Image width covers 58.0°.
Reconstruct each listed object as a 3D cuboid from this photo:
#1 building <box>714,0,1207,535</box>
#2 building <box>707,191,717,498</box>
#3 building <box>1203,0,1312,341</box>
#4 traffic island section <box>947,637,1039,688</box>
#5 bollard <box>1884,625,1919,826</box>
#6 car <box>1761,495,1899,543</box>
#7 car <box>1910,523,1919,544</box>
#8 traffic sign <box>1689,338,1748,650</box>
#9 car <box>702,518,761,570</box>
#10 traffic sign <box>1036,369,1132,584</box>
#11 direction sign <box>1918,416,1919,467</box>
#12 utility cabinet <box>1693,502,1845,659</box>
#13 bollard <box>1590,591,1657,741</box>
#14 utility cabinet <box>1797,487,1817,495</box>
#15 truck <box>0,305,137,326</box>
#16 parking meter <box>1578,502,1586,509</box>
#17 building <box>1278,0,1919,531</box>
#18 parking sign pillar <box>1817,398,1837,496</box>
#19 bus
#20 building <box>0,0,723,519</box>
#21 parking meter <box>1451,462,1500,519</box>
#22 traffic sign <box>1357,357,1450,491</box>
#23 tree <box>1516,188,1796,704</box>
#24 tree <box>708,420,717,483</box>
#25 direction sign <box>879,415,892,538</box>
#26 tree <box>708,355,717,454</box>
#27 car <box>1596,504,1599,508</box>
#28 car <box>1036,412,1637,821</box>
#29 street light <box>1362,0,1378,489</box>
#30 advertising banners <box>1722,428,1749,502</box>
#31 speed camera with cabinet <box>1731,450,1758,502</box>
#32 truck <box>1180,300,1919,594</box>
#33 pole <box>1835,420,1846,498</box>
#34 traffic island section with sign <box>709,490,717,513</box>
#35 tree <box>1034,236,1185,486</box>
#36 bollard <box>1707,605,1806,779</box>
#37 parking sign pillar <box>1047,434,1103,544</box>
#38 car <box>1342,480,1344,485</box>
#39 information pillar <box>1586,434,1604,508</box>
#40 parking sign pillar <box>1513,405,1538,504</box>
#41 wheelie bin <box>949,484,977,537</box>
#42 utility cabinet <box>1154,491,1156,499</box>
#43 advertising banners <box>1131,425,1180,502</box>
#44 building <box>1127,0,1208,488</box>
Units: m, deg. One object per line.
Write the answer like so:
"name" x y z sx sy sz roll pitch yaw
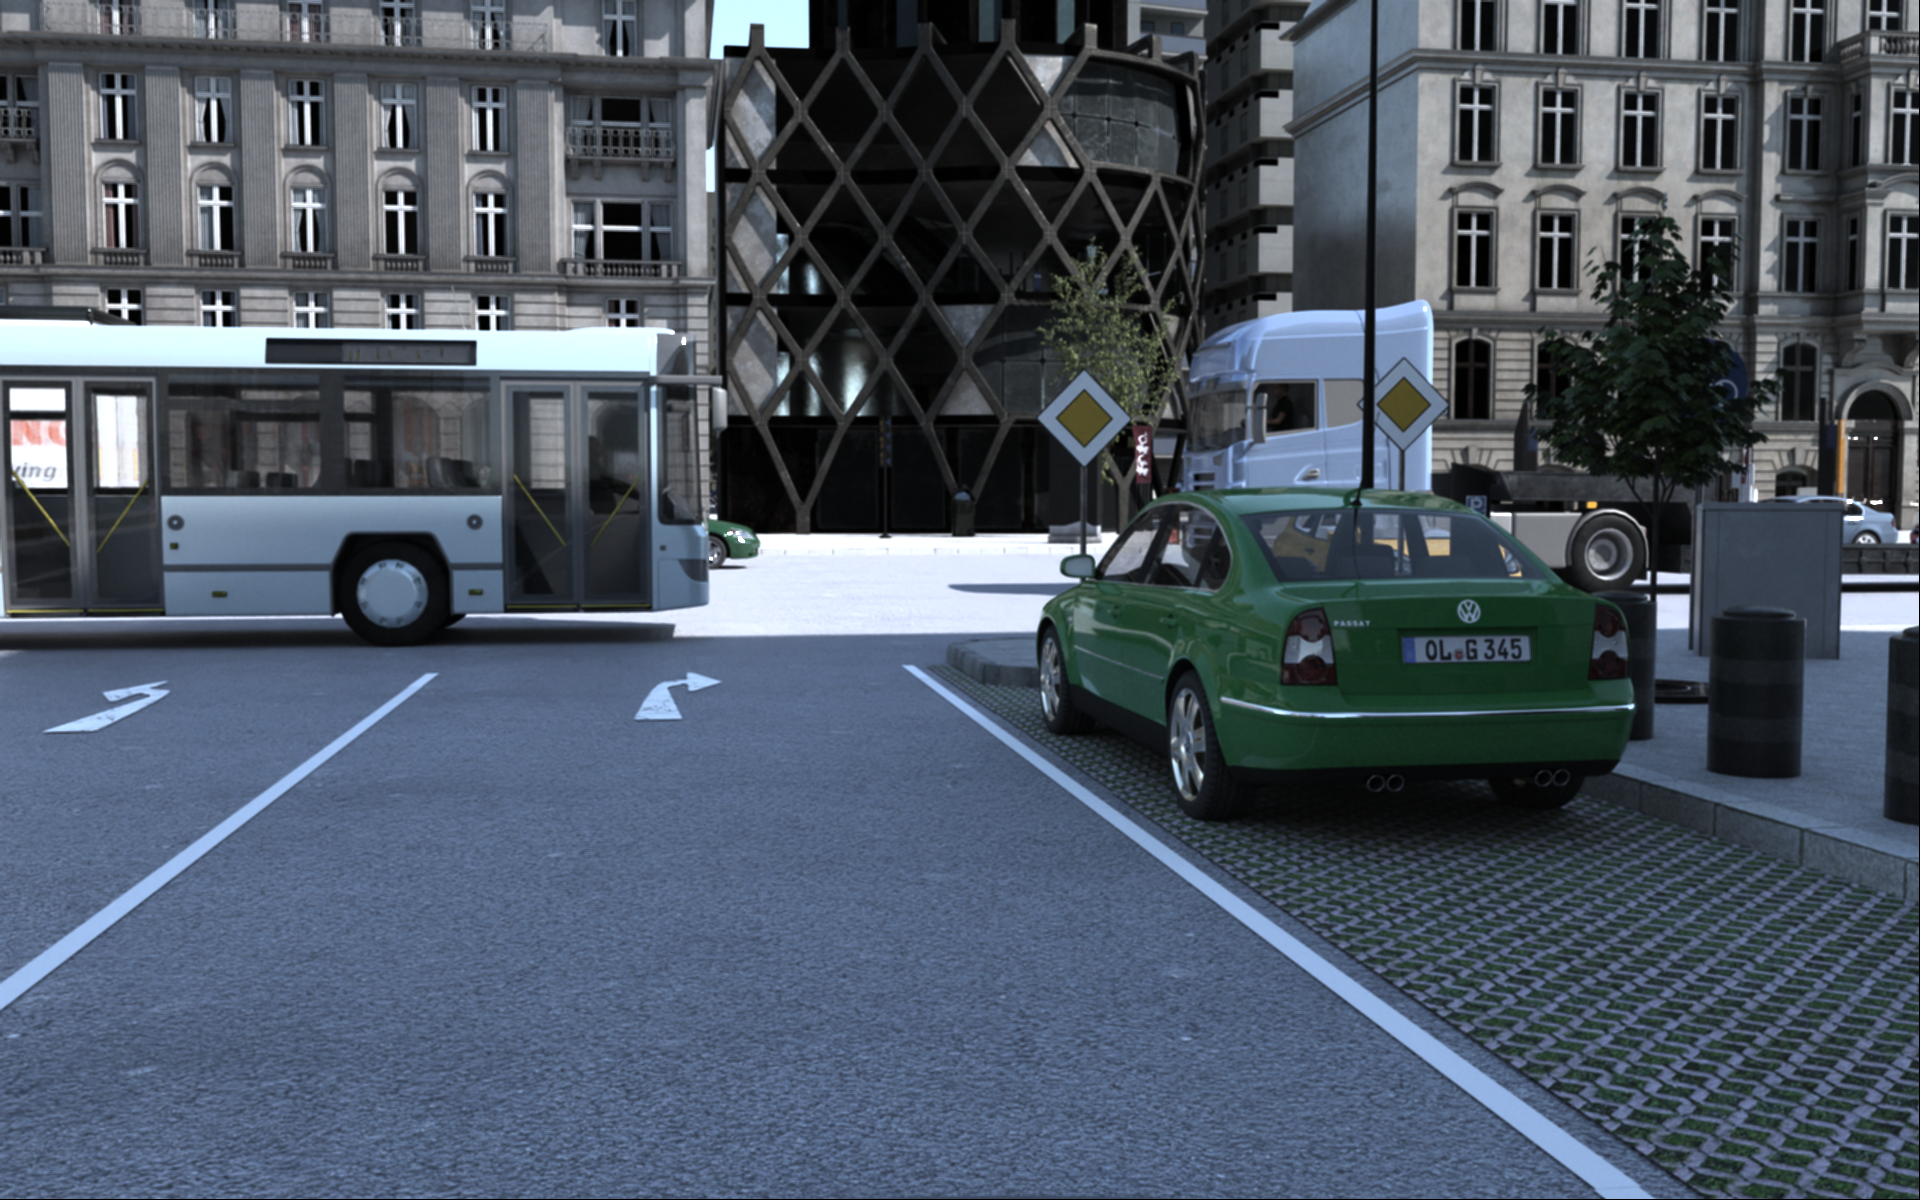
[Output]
"building" -0.079 -11.880 61.692 16.811 18.784 16.820 -1 4 -9
"building" -32.571 -32.611 225.064 23.993 40.220 32.217 -1 4 -9
"building" 32.600 -34.588 154.744 27.495 52.752 28.713 -1 4 -9
"traffic island section" 1.014 0.503 14.055 2.009 0.180 2.903 -1 4 -9
"bollard" 3.861 0.484 6.796 0.404 0.777 0.398 0 3 0
"car" 18.199 -1.592 38.033 4.499 1.417 2.014 -1 4 -9
"car" 22.068 -1.650 36.016 4.494 1.783 2.155 -1 4 -8
"traffic sign" 6.055 -0.863 14.213 0.768 2.556 0.104 0 4 -5
"car" -6.321 -1.323 33.422 4.920 1.459 2.131 -1 4 -9
"traffic sign" 0.992 -0.632 13.974 0.795 2.450 0.064 -1 4 -9
"direction sign" 28.261 -3.576 50.468 0.876 3.537 0.379 -1 4 -17
"utility cabinet" 6.357 -0.152 13.648 1.020 1.237 0.306 1 4 13
"bollard" 3.469 0.339 9.174 0.404 0.777 0.398 0 3 0
"utility cabinet" 28.165 -2.953 56.958 1.173 1.500 0.318 1 4 13
"truck" -18.664 -2.272 26.062 11.283 4.237 2.839 -1 4 -11
"parking meter" 18.713 -2.662 51.930 0.372 1.533 0.369 0 3 0
"building" 31.045 -15.072 65.512 34.723 24.649 14.460 -1 4 -9
"parking sign pillar" 24.551 -3.698 48.939 1.447 3.967 1.447 2 4 33
"bus" -8.260 -1.347 16.876 13.247 3.499 2.948 -1 4 -8
"building" -20.008 -13.120 56.319 24.055 21.916 13.314 -1 4 -9
"parking meter" 4.092 -0.329 13.790 0.372 1.533 0.369 0 3 0
"traffic sign" 3.753 -0.829 14.734 0.795 2.450 0.064 0 4 -2
"tree" 4.556 -1.005 11.032 1.663 3.219 1.824 0 3 0
"tree" -21.054 -15.920 166.949 9.857 13.997 8.962 0 3 0
"direction sign" -2.175 -3.567 50.316 0.379 3.537 0.876 -2 4 -24
"tree" -14.902 -13.190 123.075 7.806 13.903 7.818 0 3 0
"car" 16.636 -1.877 40.476 4.222 1.686 2.009 -1 4 -10
"car" 1.626 -0.016 9.062 1.959 1.807 4.718 -1 4 -10
"street light" 2.601 -2.483 13.135 1.470 5.913 1.316 -1 4 -9
"advertising banners" 21.087 -3.115 47.120 0.090 3.025 2.074 0 4 7
"speed camera with cabinet" 24.542 -3.661 54.188 0.660 3.252 2.038 2 4 30
"truck" 11.973 -2.214 25.952 18.799 4.110 2.967 -1 4 -9
"pole" 24.246 -3.296 47.739 0.158 3.312 0.155 0 3 0
"traffic island section with sign" -18.567 -7.579 132.550 1.989 1.847 2.006 -1 4 -9
"tree" 4.264 -6.128 50.558 4.737 8.622 4.395 0 3 0
"bollard" 3.668 0.412 7.982 0.404 0.777 0.398 0 3 0
"parking sign pillar" 3.017 -3.476 45.303 1.447 3.967 1.447 1 4 19
"car" 4.972 -0.601 20.047 2.015 1.641 3.980 -1 4 -11
"information pillar" 18.296 -3.578 49.862 0.504 3.616 0.183 -1 4 -12
"parking sign pillar" 16.804 -3.857 51.533 1.447 3.967 1.447 0 4 7
"wheelie bin" 0.077 -2.699 52.037 0.693 1.594 0.980 -1 4 -23
"utility cabinet" 11.300 -5.832 104.024 1.173 1.500 0.318 3 5 45
"advertising banners" 5.361 -2.916 43.869 2.074 3.025 0.090 0 4 -3
"building" 6.296 -35.905 129.050 21.231 58.520 28.212 -1 4 -9
